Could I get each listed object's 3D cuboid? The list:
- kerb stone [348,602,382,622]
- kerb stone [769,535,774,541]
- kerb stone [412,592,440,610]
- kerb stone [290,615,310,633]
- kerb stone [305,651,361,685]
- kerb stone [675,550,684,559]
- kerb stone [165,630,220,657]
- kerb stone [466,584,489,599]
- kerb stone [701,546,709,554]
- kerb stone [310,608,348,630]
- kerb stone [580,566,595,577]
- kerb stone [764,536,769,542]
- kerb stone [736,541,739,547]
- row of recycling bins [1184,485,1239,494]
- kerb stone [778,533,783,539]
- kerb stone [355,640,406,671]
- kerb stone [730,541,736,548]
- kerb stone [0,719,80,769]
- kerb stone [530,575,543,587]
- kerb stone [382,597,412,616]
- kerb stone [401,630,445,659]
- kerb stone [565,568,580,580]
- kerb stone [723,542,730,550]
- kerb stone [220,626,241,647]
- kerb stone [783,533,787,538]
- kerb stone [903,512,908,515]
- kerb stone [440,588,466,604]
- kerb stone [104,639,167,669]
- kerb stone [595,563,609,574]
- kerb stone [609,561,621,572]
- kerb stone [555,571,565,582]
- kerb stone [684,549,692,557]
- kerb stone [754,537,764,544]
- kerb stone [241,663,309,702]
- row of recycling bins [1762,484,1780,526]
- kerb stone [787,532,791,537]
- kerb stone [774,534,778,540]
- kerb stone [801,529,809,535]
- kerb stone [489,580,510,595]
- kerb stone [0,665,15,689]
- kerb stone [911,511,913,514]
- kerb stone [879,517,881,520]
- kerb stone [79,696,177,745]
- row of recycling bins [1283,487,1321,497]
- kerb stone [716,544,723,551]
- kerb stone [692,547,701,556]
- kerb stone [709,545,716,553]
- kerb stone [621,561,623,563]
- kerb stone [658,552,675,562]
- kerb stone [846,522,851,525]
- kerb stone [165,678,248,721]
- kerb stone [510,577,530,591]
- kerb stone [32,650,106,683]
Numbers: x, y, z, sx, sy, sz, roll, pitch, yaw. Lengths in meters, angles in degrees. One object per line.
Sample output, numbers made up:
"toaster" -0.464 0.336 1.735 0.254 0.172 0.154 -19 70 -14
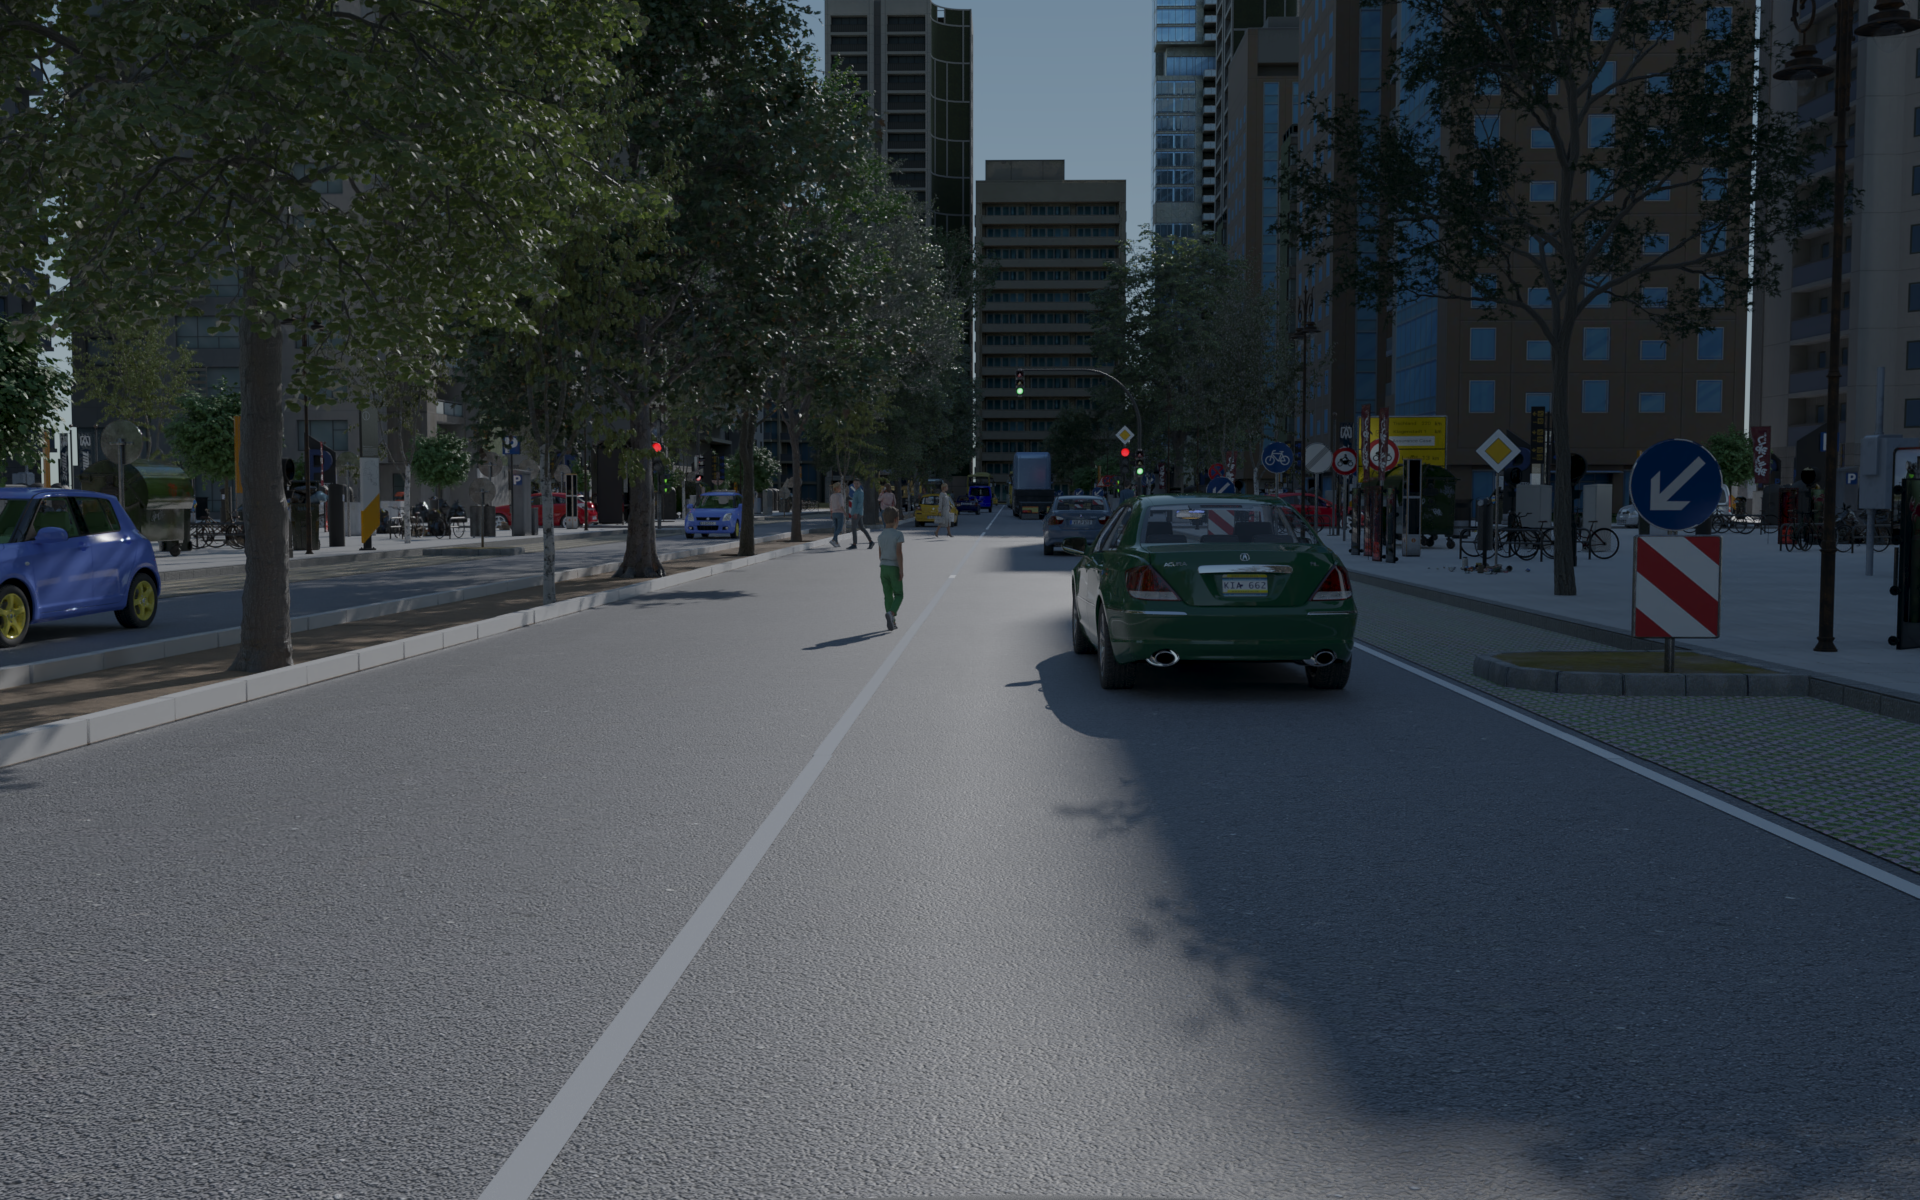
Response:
"kerb stone" -6.835 0.154 19.673 0.120 0.150 1.000 0 4 2
"kerb stone" -5.856 -1.853 52.486 0.120 0.150 1.000 0 4 2
"kerb stone" -6.779 0.029 21.723 0.120 0.150 1.000 0 4 2
"kerb stone" -6.905 0.282 17.625 0.120 0.150 1.000 0 4 2
"kerb stone" -4.928 0.536 13.462 0.120 0.150 1.000 0 4 2
"kerb stone" -6.284 -0.974 38.119 0.120 0.150 1.000 0 4 2
"kerb stone" -6.968 0.405 15.577 0.120 0.150 1.000 0 4 2
"kerb stone" -6.711 -0.096 23.774 0.120 0.150 1.000 0 4 2
"kerb stone" -6.182 -1.163 41.211 0.120 0.150 1.000 0 4 2
"kerb stone" -6.864 0.220 18.646 0.120 0.150 1.000 0 4 2
"kerb stone" -6.531 -0.472 29.919 0.120 0.150 1.000 0 4 2
"kerb stone" -5.880 -1.786 51.461 0.120 0.150 1.000 0 4 2
"kerb stone" -6.035 -1.477 46.337 0.120 0.150 1.000 0 4 2
"row of recycling bins" 12.588 -4.860 86.568 3.534 1.692 1.069 -3 4 -37
"kerb stone" -5.787 -1.978 54.540 0.120 0.150 1.000 0 4 2
"kerb stone" -4.895 0.471 14.495 0.120 0.150 1.000 0 4 2
"kerb stone" -6.064 -1.414 45.311 0.120 0.150 1.000 0 4 2
"kerb stone" -5.047 0.785 9.364 0.120 0.150 1.000 0 4 2
"kerb stone" -6.629 -0.284 26.844 0.120 0.150 1.000 0 4 2
"kerb stone" -6.806 0.092 20.694 0.120 0.150 1.000 0 4 2
"kerb stone" -4.862 0.408 15.525 0.120 0.150 1.000 0 4 2
"kerb stone" -6.568 -0.409 28.890 0.120 0.150 1.000 0 4 2
"kerb stone" -6.097 -1.351 44.280 0.120 0.150 1.000 0 4 2
"kerb stone" -6.931 0.342 16.599 0.120 0.150 1.000 0 4 2
"kerb stone" -5.750 -2.041 55.563 0.120 0.150 1.000 0 4 2
"kerb stone" -3.763 -6.079 121.676 0.120 0.150 1.000 0 4 2
"kerb stone" -6.743 -0.034 22.746 0.120 0.150 1.000 0 4 2
"kerb stone" -6.993 0.469 14.556 0.120 0.150 1.000 0 4 2
"kerb stone" -6.501 -0.535 30.940 0.120 0.150 1.000 0 4 2
"kerb stone" -6.472 -0.597 31.962 0.120 0.150 1.000 0 4 2
"kerb stone" -6.590 -0.347 27.865 0.120 0.150 1.000 0 4 2
"kerb stone" -6.258 -1.037 39.156 0.120 0.150 1.000 0 4 2
"kerb stone" -5.913 -1.726 50.438 0.120 0.150 1.000 0 4 2
"kerb stone" -4.956 0.597 12.440 0.120 0.150 1.000 0 4 2
"row of recycling bins" 34.258 -3.910 71.037 3.534 1.692 1.069 -2 4 -31
"kerb stone" -5.724 -2.103 56.585 0.120 0.150 1.000 0 4 2
"kerb stone" -5.815 -1.914 53.513 0.120 0.150 1.000 0 4 2
"kerb stone" -5.543 -2.478 62.747 0.120 0.150 1.000 0 4 2
"kerb stone" -6.685 -0.159 24.801 0.120 0.150 1.000 0 4 2
"kerb stone" -7.058 0.593 12.499 0.120 0.150 1.000 0 4 2
"kerb stone" -3.662 -6.271 124.752 0.120 0.150 1.000 0 4 2
"kerb stone" -4.439 -4.703 99.145 0.120 0.150 1.000 0 4 2
"kerb stone" -5.016 0.723 10.397 0.120 0.150 1.000 0 4 2
"row of recycling bins" 20.273 -6.023 105.581 3.534 1.692 1.069 2 4 27
"kerb stone" -6.127 -1.284 43.259 0.120 0.150 1.000 0 4 2
"kerb stone" -6.218 -1.098 40.178 0.120 0.150 1.000 0 4 2
"kerb stone" -6.156 -1.224 42.237 0.120 0.150 1.000 0 4 2
"kerb stone" -6.435 -0.658 32.983 0.120 0.150 1.000 0 4 2
"kerb stone" -6.315 -0.907 37.091 0.120 0.150 1.000 0 4 2
"kerb stone" -5.033 -3.514 79.656 0.120 0.150 1.000 0 4 2
"kerb stone" -4.990 0.659 11.419 0.120 0.150 1.000 0 4 2
"kerb stone" -6.654 -0.222 25.822 0.120 0.150 1.000 0 4 2
"kerb stone" -7.018 0.534 13.534 0.120 0.150 1.000 0 4 2
